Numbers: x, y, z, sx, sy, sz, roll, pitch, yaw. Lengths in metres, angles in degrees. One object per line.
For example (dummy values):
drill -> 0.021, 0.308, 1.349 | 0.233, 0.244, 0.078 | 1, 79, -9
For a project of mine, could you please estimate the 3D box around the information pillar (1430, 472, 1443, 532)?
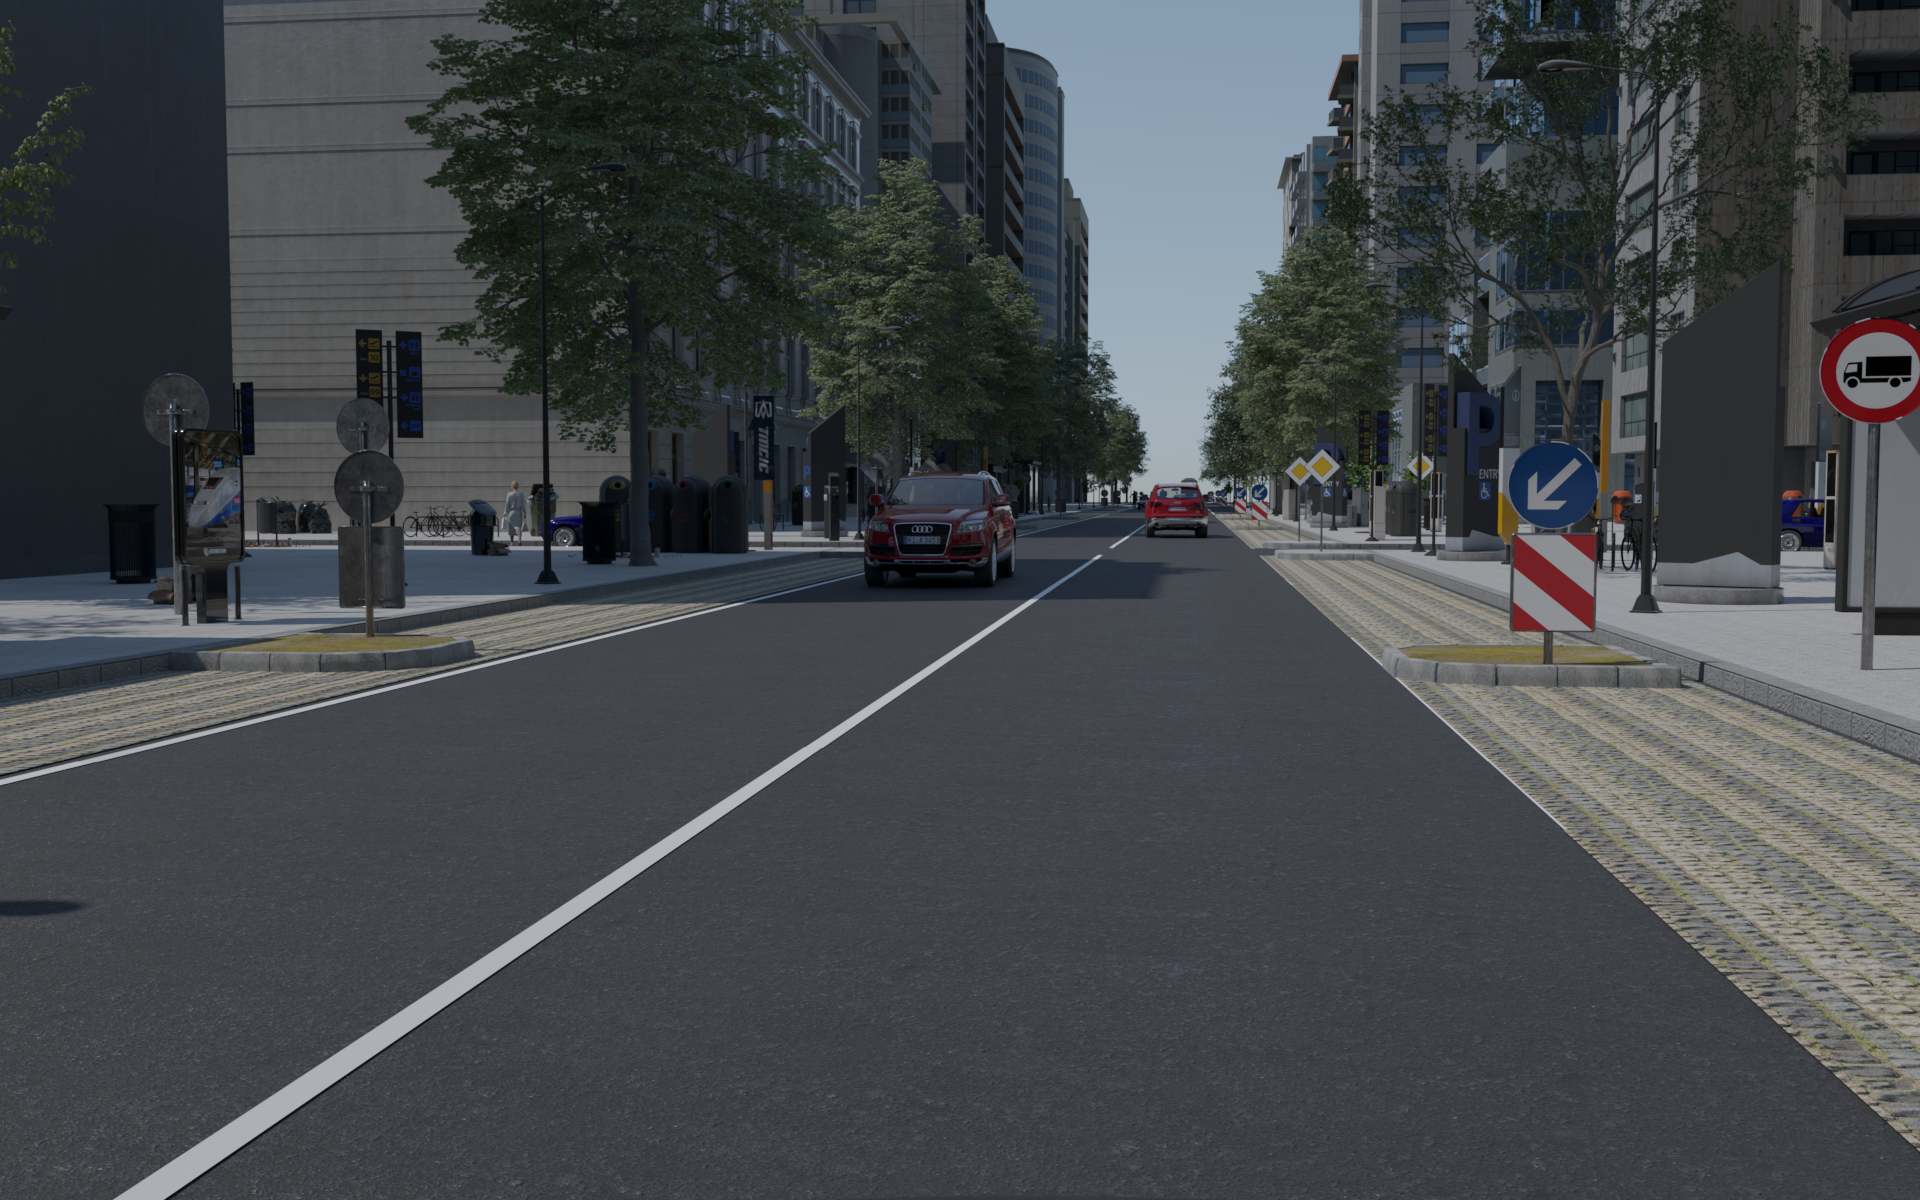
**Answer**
information pillar -> 16.089, -3.303, 58.495 | 0.304, 2.012, 0.304 | 3, 4, 37

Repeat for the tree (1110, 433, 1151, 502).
tree -> 26.502, -21.354, 274.899 | 9.928, 11.665, 9.643 | 0, 3, 0

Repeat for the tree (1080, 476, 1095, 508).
tree -> 11.379, -9.971, 157.627 | 1.663, 3.219, 1.824 | 0, 3, 0

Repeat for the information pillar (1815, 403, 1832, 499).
information pillar -> 22.237, -3.259, 44.635 | 0.504, 3.616, 0.183 | -2, 4, -26

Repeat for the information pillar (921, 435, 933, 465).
information pillar -> -1.277, -4.562, 65.942 | 0.504, 3.616, 0.183 | 0, 4, -6

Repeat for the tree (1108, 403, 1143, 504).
tree -> 19.102, -18.024, 212.823 | 7.486, 12.596, 7.792 | 0, 3, 0

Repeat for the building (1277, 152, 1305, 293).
building -> 62.749, -41.089, 261.037 | 28.713, 52.752, 27.495 | 0, 4, 8

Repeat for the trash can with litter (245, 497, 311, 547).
trash can with litter -> -17.143, -1.901, 42.133 | 2.233, 1.210, 1.678 | 1, 4, 12

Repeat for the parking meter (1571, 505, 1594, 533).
parking meter -> 11.961, -1.684, 33.252 | 0.399, 1.863, 0.255 | 1, 4, 17

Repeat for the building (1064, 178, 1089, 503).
building -> 8.633, -39.473, 269.086 | 21.300, 48.544, 21.600 | 0, 4, 8

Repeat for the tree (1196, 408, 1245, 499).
tree -> 30.393, -16.799, 185.027 | 12.009, 13.543, 11.850 | 0, 3, 0

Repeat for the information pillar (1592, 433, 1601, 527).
information pillar -> 24.594, -4.614, 66.801 | 0.504, 3.616, 0.183 | 0, 4, -8

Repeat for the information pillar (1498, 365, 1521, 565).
information pillar -> 9.979, -2.451, 31.425 | 0.504, 3.616, 0.183 | -2, 4, -35

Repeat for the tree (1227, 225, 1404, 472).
tree -> 15.136, -9.533, 73.985 | 7.486, 12.596, 7.792 | 0, 3, 0

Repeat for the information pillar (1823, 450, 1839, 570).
information pillar -> 14.873, -1.519, 29.330 | 0.304, 2.012, 0.304 | -1, 4, -9

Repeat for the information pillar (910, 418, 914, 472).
information pillar -> -1.496, -3.820, 53.806 | 0.183, 3.616, 0.504 | 0, 4, 3

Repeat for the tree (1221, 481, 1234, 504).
tree -> 38.976, -15.801, 252.942 | 1.663, 3.219, 1.824 | 0, 3, 0

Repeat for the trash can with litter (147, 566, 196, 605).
trash can with litter -> -9.057, -0.556, 20.473 | 0.624, 1.170, 1.055 | 1, 4, 14

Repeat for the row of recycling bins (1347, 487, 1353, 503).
row of recycling bins -> 20.332, -5.009, 89.010 | 3.534, 1.692, 1.069 | 3, 4, 37

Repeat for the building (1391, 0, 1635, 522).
building -> 36.565, -47.635, 91.498 | 22.319, 86.520, 31.000 | 0, 4, 8

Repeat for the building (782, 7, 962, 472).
building -> -15.258, -27.260, 137.577 | 32.217, 40.220, 23.993 | 0, 4, 8

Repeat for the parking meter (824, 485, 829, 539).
parking meter -> -3.728, -2.538, 49.914 | 0.372, 1.533, 0.369 | 0, 3, 0

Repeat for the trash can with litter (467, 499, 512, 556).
trash can with litter -> -9.801, -1.519, 36.222 | 1.055, 1.170, 0.624 | 2, 4, 35

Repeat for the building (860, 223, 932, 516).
building -> -8.049, -15.021, 110.214 | 10.561, 19.102, 19.286 | 0, 4, 8

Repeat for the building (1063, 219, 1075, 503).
building -> 9.151, -34.705, 251.013 | 14.154, 41.232, 14.086 | 0, 4, 8

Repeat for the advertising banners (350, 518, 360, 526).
advertising banners -> -12.269, -2.388, 35.235 | 0.090, 3.025, 2.074 | -2, 4, -28

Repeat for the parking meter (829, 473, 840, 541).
parking meter -> -3.437, -2.543, 47.292 | 0.255, 1.863, 0.399 | -1, 4, -13

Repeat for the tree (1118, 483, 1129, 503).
tree -> 24.560, -16.090, 257.675 | 1.663, 3.219, 1.824 | 0, 3, 0

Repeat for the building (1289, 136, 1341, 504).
building -> 55.701, -37.436, 231.692 | 23.786, 49.044, 30.456 | 0, 4, 8

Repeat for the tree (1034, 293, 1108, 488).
tree -> 1.454, -10.017, 81.912 | 7.486, 12.596, 7.792 | 0, 3, 0

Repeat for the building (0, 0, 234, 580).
building -> -26.006, -14.322, 27.673 | 24.014, 27.812, 14.314 | 0, 4, 8

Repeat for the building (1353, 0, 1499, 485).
building -> 43.322, -36.690, 141.878 | 21.231, 58.520, 28.212 | 0, 4, 8

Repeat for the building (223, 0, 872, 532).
building -> -15.939, -18.505, 78.964 | 17.030, 29.872, 44.131 | 0, 4, 8

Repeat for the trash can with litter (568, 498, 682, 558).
trash can with litter -> -6.902, -1.471, 35.109 | 2.233, 1.210, 1.678 | 2, 4, 27

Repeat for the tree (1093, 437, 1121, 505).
tree -> 16.111, -15.097, 197.193 | 4.737, 8.622, 4.395 | 0, 3, 0

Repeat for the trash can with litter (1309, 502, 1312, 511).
trash can with litter -> 14.637, -3.566, 69.688 | 1.055, 1.170, 0.624 | 0, 4, -5

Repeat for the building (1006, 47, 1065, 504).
building -> 2.188, -42.006, 228.790 | 21.231, 58.520, 28.212 | 0, 4, 8

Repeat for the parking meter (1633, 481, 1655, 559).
parking meter -> 13.450, -1.569, 34.072 | 0.372, 1.533, 0.369 | 0, 3, 0

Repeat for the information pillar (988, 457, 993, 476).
information pillar -> 1.636, -6.439, 96.632 | 0.504, 3.616, 0.183 | 0, 4, 6

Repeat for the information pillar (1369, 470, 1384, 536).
information pillar -> 12.689, -2.953, 52.780 | 0.304, 2.012, 0.304 | -1, 4, -15

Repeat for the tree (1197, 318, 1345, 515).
tree -> 19.821, -11.663, 107.693 | 9.611, 12.733, 9.660 | 0, 3, 0

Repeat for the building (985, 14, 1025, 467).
building -> -4.895, -34.087, 181.019 | 21.300, 48.544, 21.600 | 0, 4, 8

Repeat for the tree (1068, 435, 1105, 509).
tree -> 10.870, -12.406, 153.194 | 4.360, 8.622, 3.978 | 0, 3, 0

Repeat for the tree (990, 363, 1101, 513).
tree -> 5.552, -11.231, 118.041 | 8.767, 10.594, 7.601 | 1, 4, 10

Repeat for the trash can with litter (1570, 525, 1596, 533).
trash can with litter -> 18.118, -2.394, 50.537 | 1.055, 1.170, 0.624 | 0, 4, 2

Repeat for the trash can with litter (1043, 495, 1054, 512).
trash can with litter -> 6.387, -6.751, 121.430 | 1.678, 1.210, 2.233 | 1, 4, 8

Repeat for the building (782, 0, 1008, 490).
building -> -6.154, -44.054, 158.538 | 20.563, 71.187, 20.611 | 0, 4, 8

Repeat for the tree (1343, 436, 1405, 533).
tree -> 13.353, -3.807, 56.846 | 1.663, 3.219, 1.824 | 0, 3, 0

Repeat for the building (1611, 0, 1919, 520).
building -> 31.582, -17.627, 59.899 | 14.107, 30.474, 14.160 | 0, 4, 8

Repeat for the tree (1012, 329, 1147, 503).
tree -> 7.824, -13.955, 134.813 | 9.857, 13.997, 8.962 | 0, 3, 0

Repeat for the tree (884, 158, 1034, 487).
tree -> -2.135, -8.591, 58.586 | 7.486, 12.596, 7.792 | 0, 3, 0

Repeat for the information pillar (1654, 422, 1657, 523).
information pillar -> 22.532, -3.983, 56.473 | 0.183, 3.616, 0.504 | -1, 4, -11

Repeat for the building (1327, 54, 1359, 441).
building -> 47.689, -31.567, 170.739 | 22.147, 44.769, 28.867 | 0, 4, 8

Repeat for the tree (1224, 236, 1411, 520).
tree -> 17.537, -10.983, 86.234 | 9.857, 13.997, 8.962 | 0, 3, 0

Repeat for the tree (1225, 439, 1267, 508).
tree -> 26.879, -12.931, 161.777 | 4.737, 8.622, 4.395 | 0, 3, 0

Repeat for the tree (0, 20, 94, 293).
tree -> -12.470, -4.232, 19.558 | 4.737, 8.622, 4.395 | 0, 3, 0

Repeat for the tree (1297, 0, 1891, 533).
tree -> 9.442, -5.669, 27.097 | 8.767, 10.594, 7.601 | 1, 4, 16
